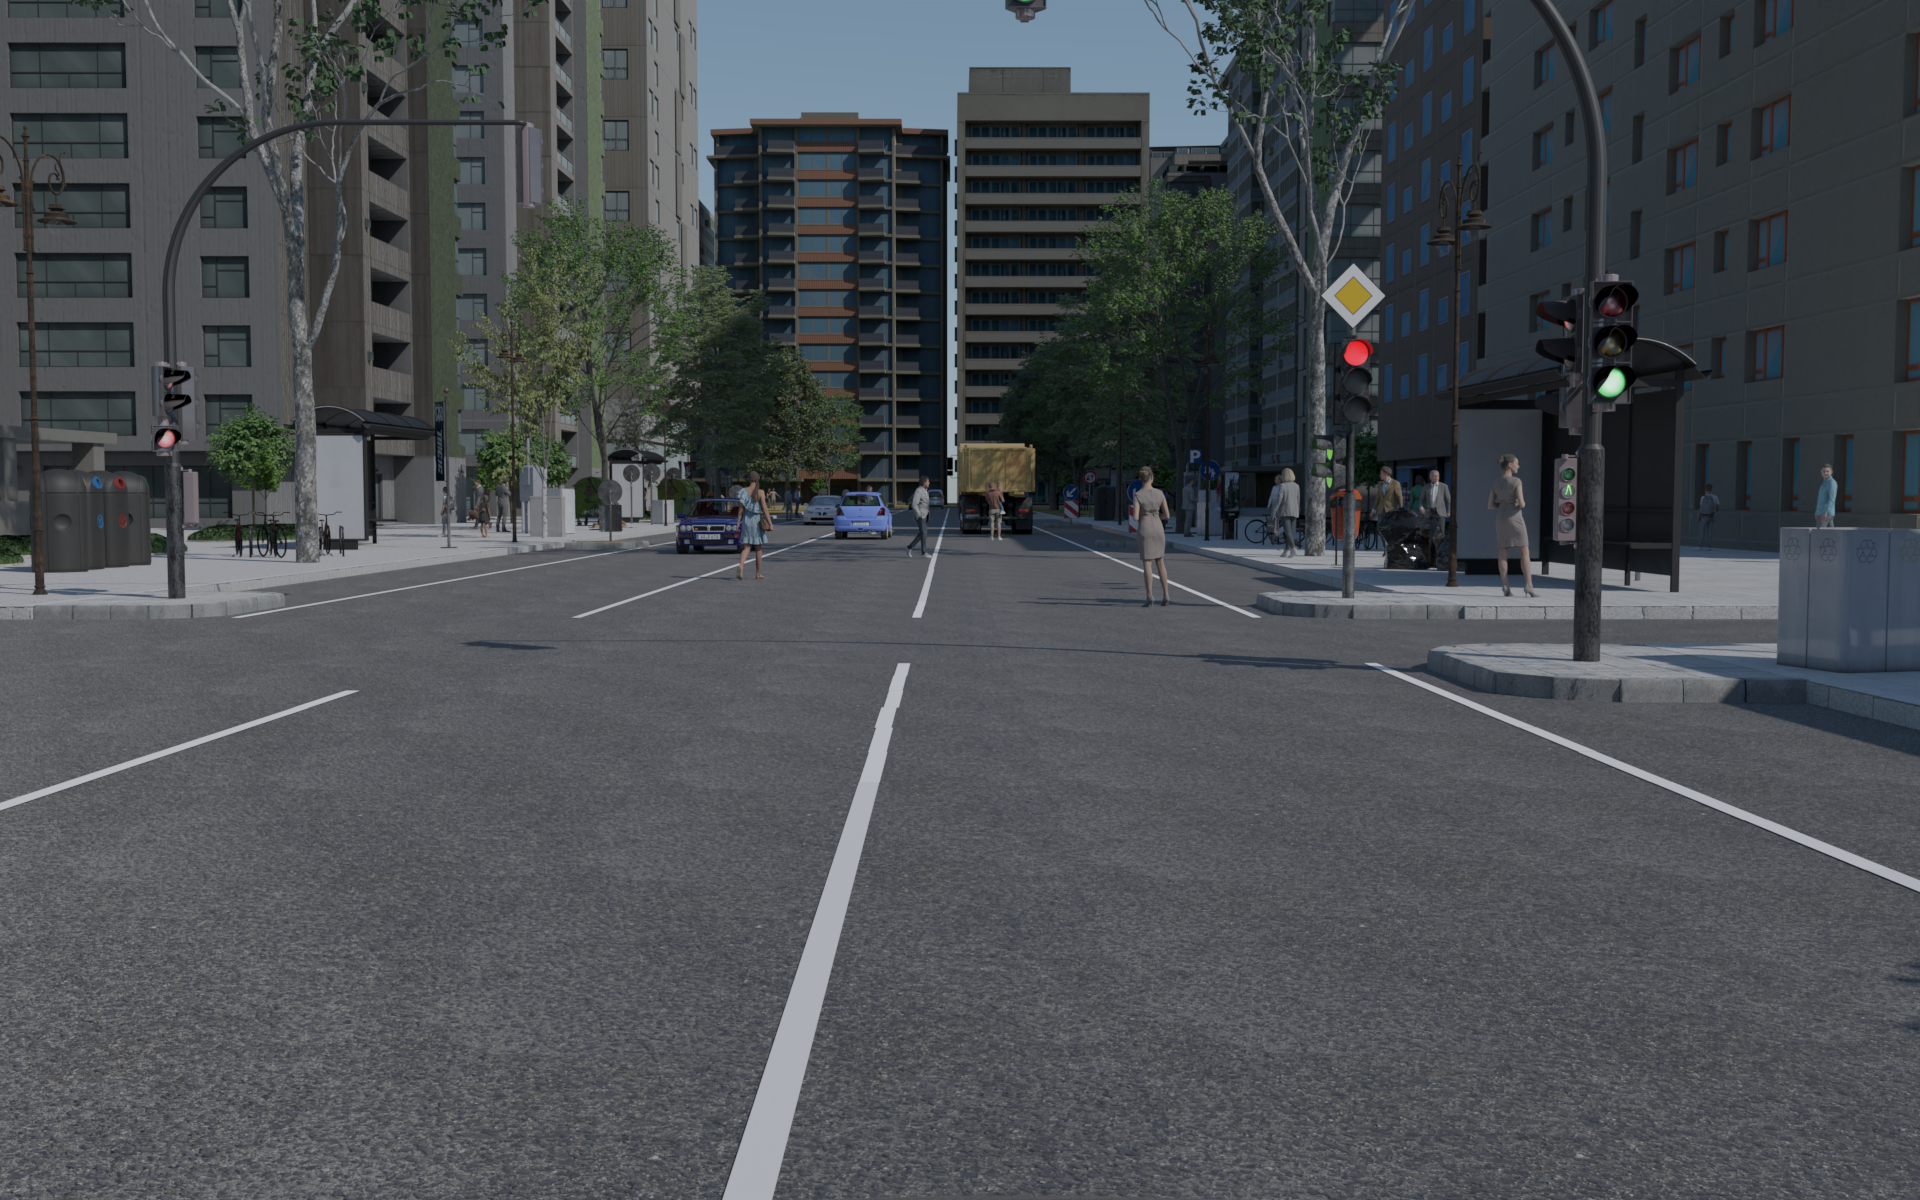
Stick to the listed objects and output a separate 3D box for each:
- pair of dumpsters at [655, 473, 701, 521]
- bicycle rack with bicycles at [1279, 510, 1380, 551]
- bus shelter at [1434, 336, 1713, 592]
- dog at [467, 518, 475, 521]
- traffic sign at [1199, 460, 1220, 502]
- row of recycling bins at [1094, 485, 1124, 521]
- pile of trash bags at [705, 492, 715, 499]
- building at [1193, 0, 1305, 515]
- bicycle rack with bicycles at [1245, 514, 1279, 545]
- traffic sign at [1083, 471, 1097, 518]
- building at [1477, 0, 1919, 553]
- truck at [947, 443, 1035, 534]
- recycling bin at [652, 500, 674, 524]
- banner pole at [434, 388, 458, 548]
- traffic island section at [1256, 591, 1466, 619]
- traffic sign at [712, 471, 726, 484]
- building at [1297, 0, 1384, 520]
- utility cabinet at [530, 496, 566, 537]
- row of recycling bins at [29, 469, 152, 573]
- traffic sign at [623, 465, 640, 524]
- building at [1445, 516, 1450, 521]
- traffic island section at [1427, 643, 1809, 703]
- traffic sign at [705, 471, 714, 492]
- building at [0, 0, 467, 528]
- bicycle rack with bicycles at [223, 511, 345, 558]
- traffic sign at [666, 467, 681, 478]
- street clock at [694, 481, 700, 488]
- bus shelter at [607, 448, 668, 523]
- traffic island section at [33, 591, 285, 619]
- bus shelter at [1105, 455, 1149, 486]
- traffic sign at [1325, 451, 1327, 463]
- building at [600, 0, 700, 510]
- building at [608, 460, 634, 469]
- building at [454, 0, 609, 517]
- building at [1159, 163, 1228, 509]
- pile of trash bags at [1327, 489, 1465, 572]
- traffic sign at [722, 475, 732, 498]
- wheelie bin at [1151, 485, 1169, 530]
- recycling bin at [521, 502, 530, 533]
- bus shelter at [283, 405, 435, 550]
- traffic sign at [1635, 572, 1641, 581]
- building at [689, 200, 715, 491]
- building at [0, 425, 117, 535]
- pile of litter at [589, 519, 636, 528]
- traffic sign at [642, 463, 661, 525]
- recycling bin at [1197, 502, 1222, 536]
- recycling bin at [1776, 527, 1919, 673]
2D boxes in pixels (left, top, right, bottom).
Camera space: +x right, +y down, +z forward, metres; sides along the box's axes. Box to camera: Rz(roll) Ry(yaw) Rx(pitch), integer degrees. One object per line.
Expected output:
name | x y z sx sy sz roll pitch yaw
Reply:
pair of dumpsters | -12.881 -4.683 79.060 1.574 2.255 4.437 0 4 0
bicycle rack with bicycles | 8.891 -1.612 39.739 2.852 0.926 2.925 0 4 8
bus shelter | 8.594 -1.897 24.942 2.014 3.302 5.546 0 4 0
dog | -23.370 -3.958 82.453 0.748 0.427 0.550 -3 5 -40
traffic sign | 9.311 -3.947 64.647 0.768 2.556 0.104 0 4 0
row of recycling bins | 7.248 -4.743 84.668 1.069 1.692 3.534 1 4 17
pile of trash bags | -13.041 -4.860 89.209 1.912 1.369 3.447 0 4 -1
building | 33.887 -27.064 134.376 32.217 40.220 23.993 0 4 0
bicycle rack with bicycles | 8.697 -1.890 44.282 2.925 0.926 2.852 2 4 24
traffic sign | 7.025 -5.720 93.632 0.768 2.556 0.104 0 4 1
building | 32.331 -12.274 45.716 28.899 21.520 27.650 0 4 0
truck | 1.262 -4.235 65.174 3.469 3.379 9.791 0 4 -1
recycling bin | -12.663 -3.741 73.727 0.722 1.027 0.722 2 4 30
banner pole | -12.270 -3.125 41.118 0.401 3.779 0.863 -3 5 -42
traffic island section | 4.802 0.058 21.331 2.009 0.180 2.903 0 4 0
traffic sign | -12.916 -5.667 92.767 0.768 2.556 0.104 0 4 1
building | 24.608 -24.794 88.979 14.154 41.232 14.086 0 4 0
utility cabinet | -12.347 -2.491 51.885 1.020 1.237 0.306 1 4 12
row of recycling bins | -14.978 -1.389 29.828 1.069 1.692 3.534 0 4 -4
traffic sign | -14.197 -4.570 74.818 0.768 2.556 0.104 0 4 8
building | 24.993 -25.483 66.754 14.600 45.320 14.200 0 4 0
traffic island section | 4.833 0.546 13.346 2.009 0.180 2.903 0 4 0
traffic sign | -13.844 -5.899 96.549 0.768 2.556 0.104 0 4 2
building | -29.129 -18.240 69.920 14.160 30.474 14.107 0 4 0
bicycle rack with bicycles | -13.859 -1.372 35.807 2.852 0.926 2.925 -1 4 -20
traffic sign | -13.623 -5.035 82.436 0.768 2.556 0.104 0 4 5
street clock | -14.691 -5.621 96.481 0.358 2.002 0.471 -3 4 -37
bus shelter | -14.812 -5.229 79.413 2.014 3.302 5.546 0 3 0
traffic island section | -9.639 0.061 21.279 2.009 0.180 2.903 0 4 0
bus shelter | 9.053 -6.072 93.196 2.014 3.302 5.546 0 4 0
traffic sign | 10.030 -2.914 47.744 0.768 2.556 0.104 0 4 3
building | -37.070 -34.110 146.938 27.495 52.752 28.713 0 4 0
building | -33.913 -41.688 119.844 20.563 71.187 20.611 0 4 0
building | -29.601 -25.680 103.460 14.154 41.232 14.086 0 4 0
building | 24.577 -23.407 154.399 14.160 30.474 14.107 0 4 0
pile of trash bags | 7.856 -1.247 30.145 1.912 1.369 3.447 -3 5 -41
traffic sign | -12.736 -5.659 94.654 0.606 2.300 0.079 0 4 8
wheelie bin | 7.013 -3.288 61.672 0.980 1.594 0.693 -2 4 -32
recycling bin | -14.289 -2.775 57.923 0.722 1.027 0.722 -1 4 -14
bus shelter | -14.390 -2.952 42.192 2.014 3.302 5.546 0 4 0
traffic sign | 10.035 -1.558 25.573 0.768 2.556 0.104 1 4 9
building | -41.997 -31.432 205.802 23.993 40.220 32.217 0 4 0
building | -40.027 -21.449 42.580 32.217 40.220 23.993 0 4 0
pile of litter | -13.180 -3.165 65.705 1.719 0.858 1.176 1 4 8
traffic sign | -12.752 -4.370 71.555 0.768 2.556 0.104 0 4 4
recycling bin | 7.733 -2.483 53.148 0.722 1.027 0.722 -1 4 -18
recycling bin | 6.574 -0.014 12.784 0.722 1.027 0.722 -1 4 -13
